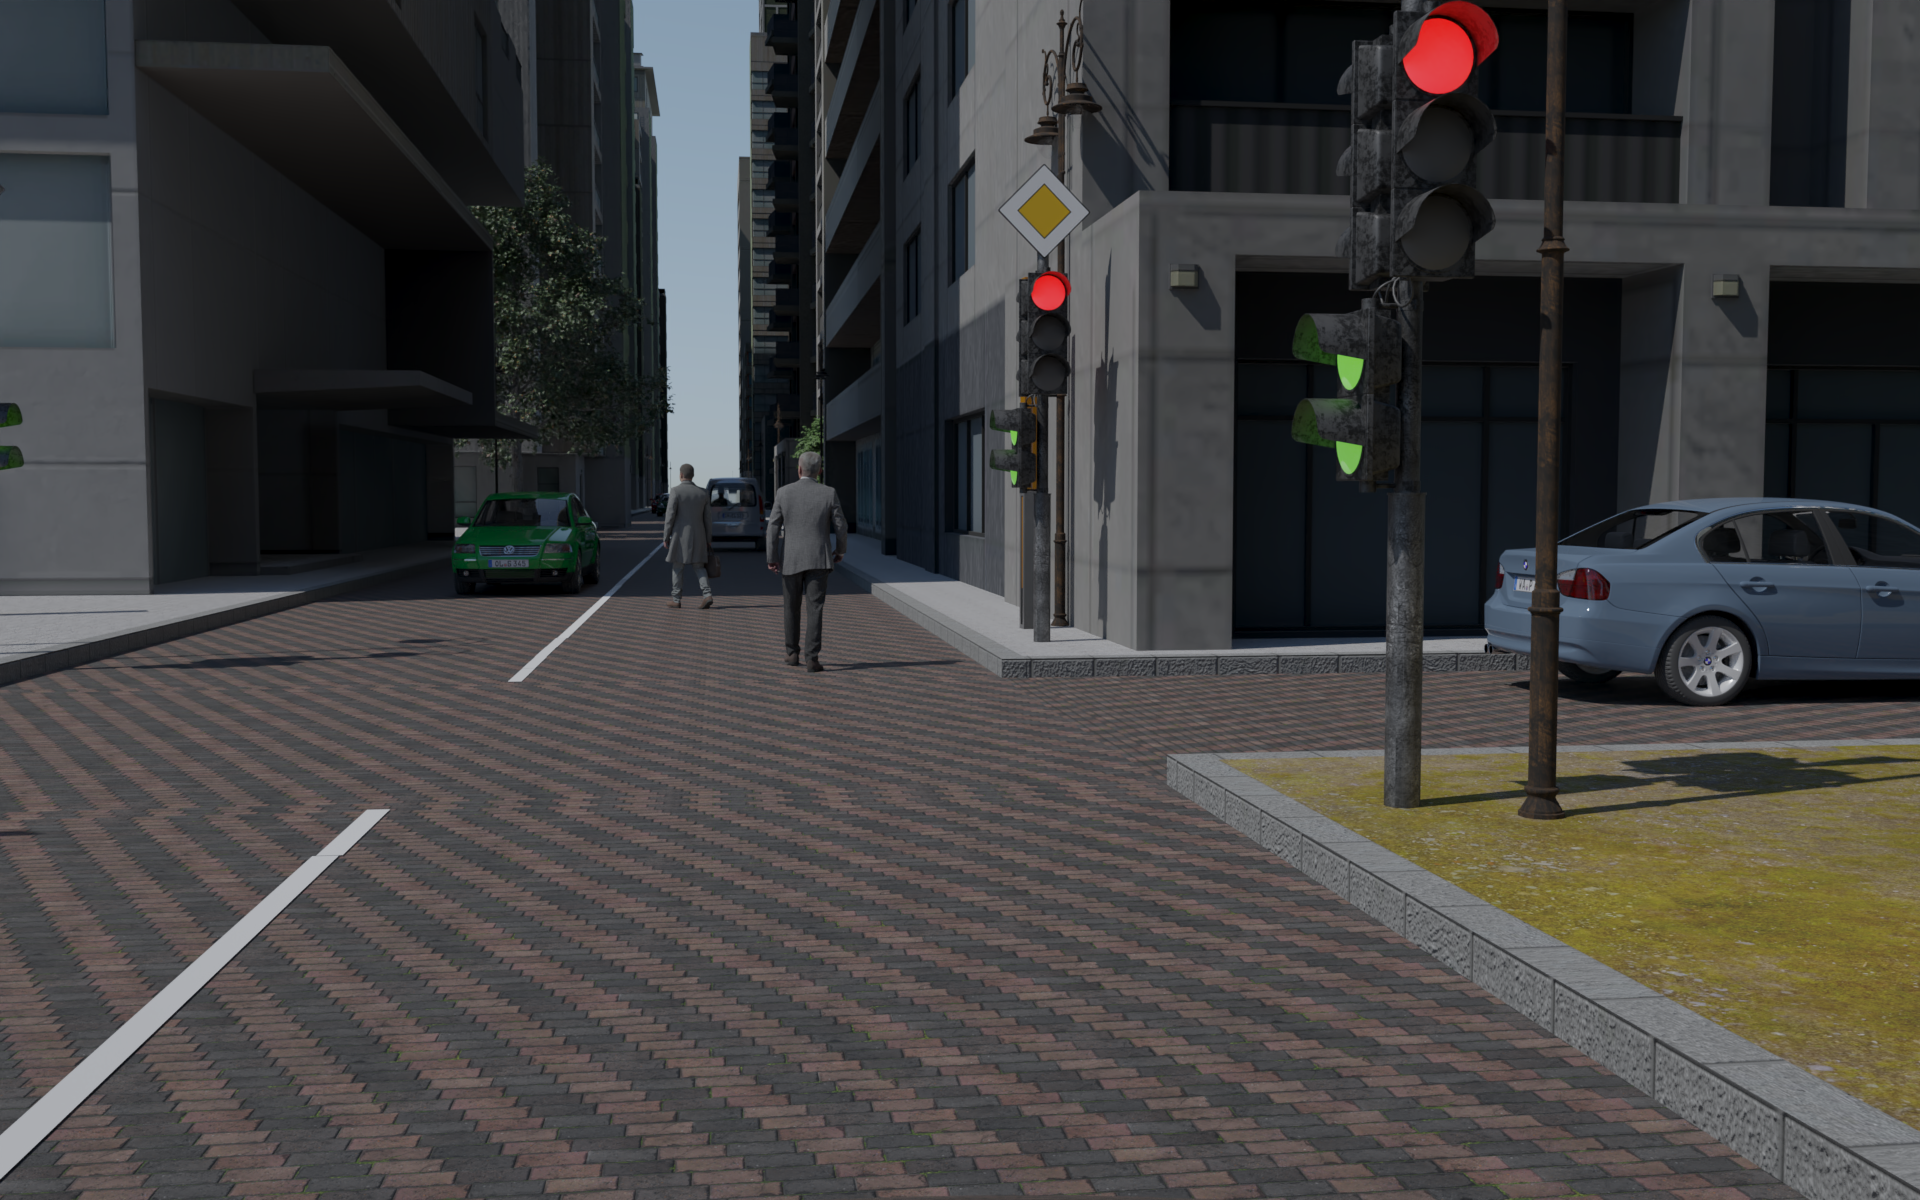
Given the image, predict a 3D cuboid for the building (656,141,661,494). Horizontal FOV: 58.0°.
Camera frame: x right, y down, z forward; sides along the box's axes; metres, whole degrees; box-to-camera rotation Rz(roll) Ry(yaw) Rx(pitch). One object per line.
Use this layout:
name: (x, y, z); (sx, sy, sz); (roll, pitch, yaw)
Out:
building: (-40.559, -31.045, 191.177); (14.154, 41.232, 14.086); (0, 4, -8)

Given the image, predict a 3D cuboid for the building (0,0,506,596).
building: (-22.954, -27.016, 30.950); (28.713, 52.752, 27.495); (0, 4, -8)

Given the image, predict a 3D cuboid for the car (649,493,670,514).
car: (-21.885, -7.292, 128.265); (2.155, 1.783, 4.494); (0, 4, -7)

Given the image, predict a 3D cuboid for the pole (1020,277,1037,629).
pole: (0.663, -1.381, 16.420); (0.158, 3.312, 0.155); (0, 3, 0)

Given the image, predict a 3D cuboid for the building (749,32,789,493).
building: (-12.067, -29.033, 158.277); (14.154, 41.232, 14.086); (0, 4, -8)

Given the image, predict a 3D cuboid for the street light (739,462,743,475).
street light: (-26.434, -14.578, 211.141); (0.468, 5.910, 1.993); (0, 4, -8)

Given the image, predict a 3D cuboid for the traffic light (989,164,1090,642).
traffic light: (0.693, -1.591, 14.928); (0.839, 4.253, 0.868); (0, 4, -8)

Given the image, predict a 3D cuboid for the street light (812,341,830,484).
street light: (-4.207, -4.879, 52.558); (0.468, 5.910, 1.993); (0, 4, -8)

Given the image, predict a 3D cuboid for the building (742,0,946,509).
building: (-13.355, -45.821, 187.419); (20.563, 71.187, 20.611); (0, 4, -8)

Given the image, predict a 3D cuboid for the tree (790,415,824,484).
tree: (-4.337, -4.749, 61.357); (4.285, 4.588, 4.351); (0, 3, 0)

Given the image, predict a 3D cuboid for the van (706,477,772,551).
van: (-5.857, -2.304, 44.676); (2.013, 2.044, 4.112); (0, 4, -8)

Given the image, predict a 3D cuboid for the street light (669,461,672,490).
street light: (-40.910, -16.642, 244.888); (0.468, 5.910, 1.993); (0, 4, -8)

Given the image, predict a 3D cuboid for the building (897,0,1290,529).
building: (1.892, -39.205, 79.248); (20.563, 71.187, 20.611); (0, 4, -8)

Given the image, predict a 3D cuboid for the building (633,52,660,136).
building: (-51.085, -37.986, 210.308); (28.713, 52.752, 27.495); (0, 4, -8)

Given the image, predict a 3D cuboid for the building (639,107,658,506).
building: (-38.757, -30.185, 177.115); (14.154, 41.232, 14.086); (0, 4, -8)

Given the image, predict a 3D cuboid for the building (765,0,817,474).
building: (-0.665, -27.641, 106.561); (22.147, 44.769, 28.867); (0, 4, -8)

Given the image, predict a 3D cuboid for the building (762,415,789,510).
building: (-4.125, -50.313, 135.285); (22.319, 86.520, 31.000); (0, 4, -8)

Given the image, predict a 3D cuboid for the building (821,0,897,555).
building: (7.528, -25.862, 46.548); (21.300, 48.544, 21.600); (0, 4, -8)

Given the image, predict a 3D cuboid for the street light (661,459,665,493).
street light: (-35.743, -14.428, 208.690); (0.468, 5.910, 1.993); (0, 4, -8)

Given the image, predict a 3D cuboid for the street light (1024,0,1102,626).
street light: (0.973, -2.686, 16.697); (0.468, 5.910, 1.993); (0, 4, -8)

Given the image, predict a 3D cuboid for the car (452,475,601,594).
car: (-6.496, -1.064, 26.196); (1.959, 1.807, 4.718); (0, 4, -6)

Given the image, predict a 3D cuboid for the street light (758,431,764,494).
street light: (-14.654, -9.456, 127.394); (0.468, 5.910, 1.993); (0, 4, -8)

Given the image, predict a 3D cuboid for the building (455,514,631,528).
building: (-21.060, -23.657, 70.380); (14.154, 41.232, 14.086); (0, 4, -8)

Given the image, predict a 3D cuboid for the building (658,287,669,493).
building: (-46.693, -28.227, 233.208); (14.160, 30.474, 14.107); (0, 4, -8)

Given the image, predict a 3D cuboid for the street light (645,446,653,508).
street light: (-29.286, -11.593, 162.328); (0.468, 5.910, 1.993); (0, 4, -8)

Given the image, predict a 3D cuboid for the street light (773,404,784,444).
street light: (-9.521, -7.251, 91.337); (0.468, 5.910, 1.993); (0, 4, -8)

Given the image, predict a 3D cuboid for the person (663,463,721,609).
person: (-3.391, -0.798, 21.648); (0.694, 1.812, 0.767); (-3, 4, -37)

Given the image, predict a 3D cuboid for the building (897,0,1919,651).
building: (10.233, -35.795, 23.499); (20.611, 71.187, 20.563); (0, 4, -8)

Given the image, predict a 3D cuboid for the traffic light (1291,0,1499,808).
traffic light: (1.802, -1.107, 7.020); (0.839, 4.253, 0.868); (0, 4, -8)

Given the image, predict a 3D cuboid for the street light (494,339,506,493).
street light: (-13.483, -4.742, 50.321); (0.468, 5.910, 1.993); (0, 4, -8)

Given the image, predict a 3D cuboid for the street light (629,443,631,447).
street light: (-24.234, -9.396, 126.412); (0.468, 5.910, 1.993); (0, 4, -8)

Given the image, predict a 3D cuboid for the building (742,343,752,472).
building: (-12.773, -22.564, 213.966); (27.650, 21.520, 28.899); (0, 4, -8)

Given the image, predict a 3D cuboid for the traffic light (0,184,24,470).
traffic light: (-7.932, -1.516, 13.706); (0.839, 4.253, 0.868); (0, 4, -8)

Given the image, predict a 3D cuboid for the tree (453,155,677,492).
tree: (-14.818, -8.617, 57.901); (9.611, 12.733, 9.660); (0, 3, 0)

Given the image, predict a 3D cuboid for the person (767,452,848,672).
person: (-1.263, -0.328, 14.260); (0.661, 1.777, 0.834); (-1, 4, -9)

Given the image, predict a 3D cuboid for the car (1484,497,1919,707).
car: (6.163, -0.039, 12.640); (4.499, 1.417, 2.014); (-1, 4, -8)

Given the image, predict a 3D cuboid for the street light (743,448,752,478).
street light: (-21.387, -12.384, 175.262); (0.468, 5.910, 1.993); (0, 4, -8)

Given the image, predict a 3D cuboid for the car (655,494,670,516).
car: (-18.687, -6.154, 112.412); (2.131, 1.459, 4.920); (0, 4, -7)

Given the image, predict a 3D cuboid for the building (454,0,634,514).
building: (-32.744, -27.634, 135.405); (14.154, 41.232, 14.086); (0, 4, -8)

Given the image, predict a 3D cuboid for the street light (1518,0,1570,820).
street light: (2.317, -2.076, 6.725); (0.468, 5.910, 1.993); (0, 4, -8)

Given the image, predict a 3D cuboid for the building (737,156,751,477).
building: (-19.573, -37.553, 237.700); (21.300, 48.544, 21.600); (0, 4, -8)

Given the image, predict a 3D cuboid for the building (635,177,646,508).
building: (-34.868, -23.156, 150.304); (14.160, 30.474, 14.107); (0, 4, -8)
